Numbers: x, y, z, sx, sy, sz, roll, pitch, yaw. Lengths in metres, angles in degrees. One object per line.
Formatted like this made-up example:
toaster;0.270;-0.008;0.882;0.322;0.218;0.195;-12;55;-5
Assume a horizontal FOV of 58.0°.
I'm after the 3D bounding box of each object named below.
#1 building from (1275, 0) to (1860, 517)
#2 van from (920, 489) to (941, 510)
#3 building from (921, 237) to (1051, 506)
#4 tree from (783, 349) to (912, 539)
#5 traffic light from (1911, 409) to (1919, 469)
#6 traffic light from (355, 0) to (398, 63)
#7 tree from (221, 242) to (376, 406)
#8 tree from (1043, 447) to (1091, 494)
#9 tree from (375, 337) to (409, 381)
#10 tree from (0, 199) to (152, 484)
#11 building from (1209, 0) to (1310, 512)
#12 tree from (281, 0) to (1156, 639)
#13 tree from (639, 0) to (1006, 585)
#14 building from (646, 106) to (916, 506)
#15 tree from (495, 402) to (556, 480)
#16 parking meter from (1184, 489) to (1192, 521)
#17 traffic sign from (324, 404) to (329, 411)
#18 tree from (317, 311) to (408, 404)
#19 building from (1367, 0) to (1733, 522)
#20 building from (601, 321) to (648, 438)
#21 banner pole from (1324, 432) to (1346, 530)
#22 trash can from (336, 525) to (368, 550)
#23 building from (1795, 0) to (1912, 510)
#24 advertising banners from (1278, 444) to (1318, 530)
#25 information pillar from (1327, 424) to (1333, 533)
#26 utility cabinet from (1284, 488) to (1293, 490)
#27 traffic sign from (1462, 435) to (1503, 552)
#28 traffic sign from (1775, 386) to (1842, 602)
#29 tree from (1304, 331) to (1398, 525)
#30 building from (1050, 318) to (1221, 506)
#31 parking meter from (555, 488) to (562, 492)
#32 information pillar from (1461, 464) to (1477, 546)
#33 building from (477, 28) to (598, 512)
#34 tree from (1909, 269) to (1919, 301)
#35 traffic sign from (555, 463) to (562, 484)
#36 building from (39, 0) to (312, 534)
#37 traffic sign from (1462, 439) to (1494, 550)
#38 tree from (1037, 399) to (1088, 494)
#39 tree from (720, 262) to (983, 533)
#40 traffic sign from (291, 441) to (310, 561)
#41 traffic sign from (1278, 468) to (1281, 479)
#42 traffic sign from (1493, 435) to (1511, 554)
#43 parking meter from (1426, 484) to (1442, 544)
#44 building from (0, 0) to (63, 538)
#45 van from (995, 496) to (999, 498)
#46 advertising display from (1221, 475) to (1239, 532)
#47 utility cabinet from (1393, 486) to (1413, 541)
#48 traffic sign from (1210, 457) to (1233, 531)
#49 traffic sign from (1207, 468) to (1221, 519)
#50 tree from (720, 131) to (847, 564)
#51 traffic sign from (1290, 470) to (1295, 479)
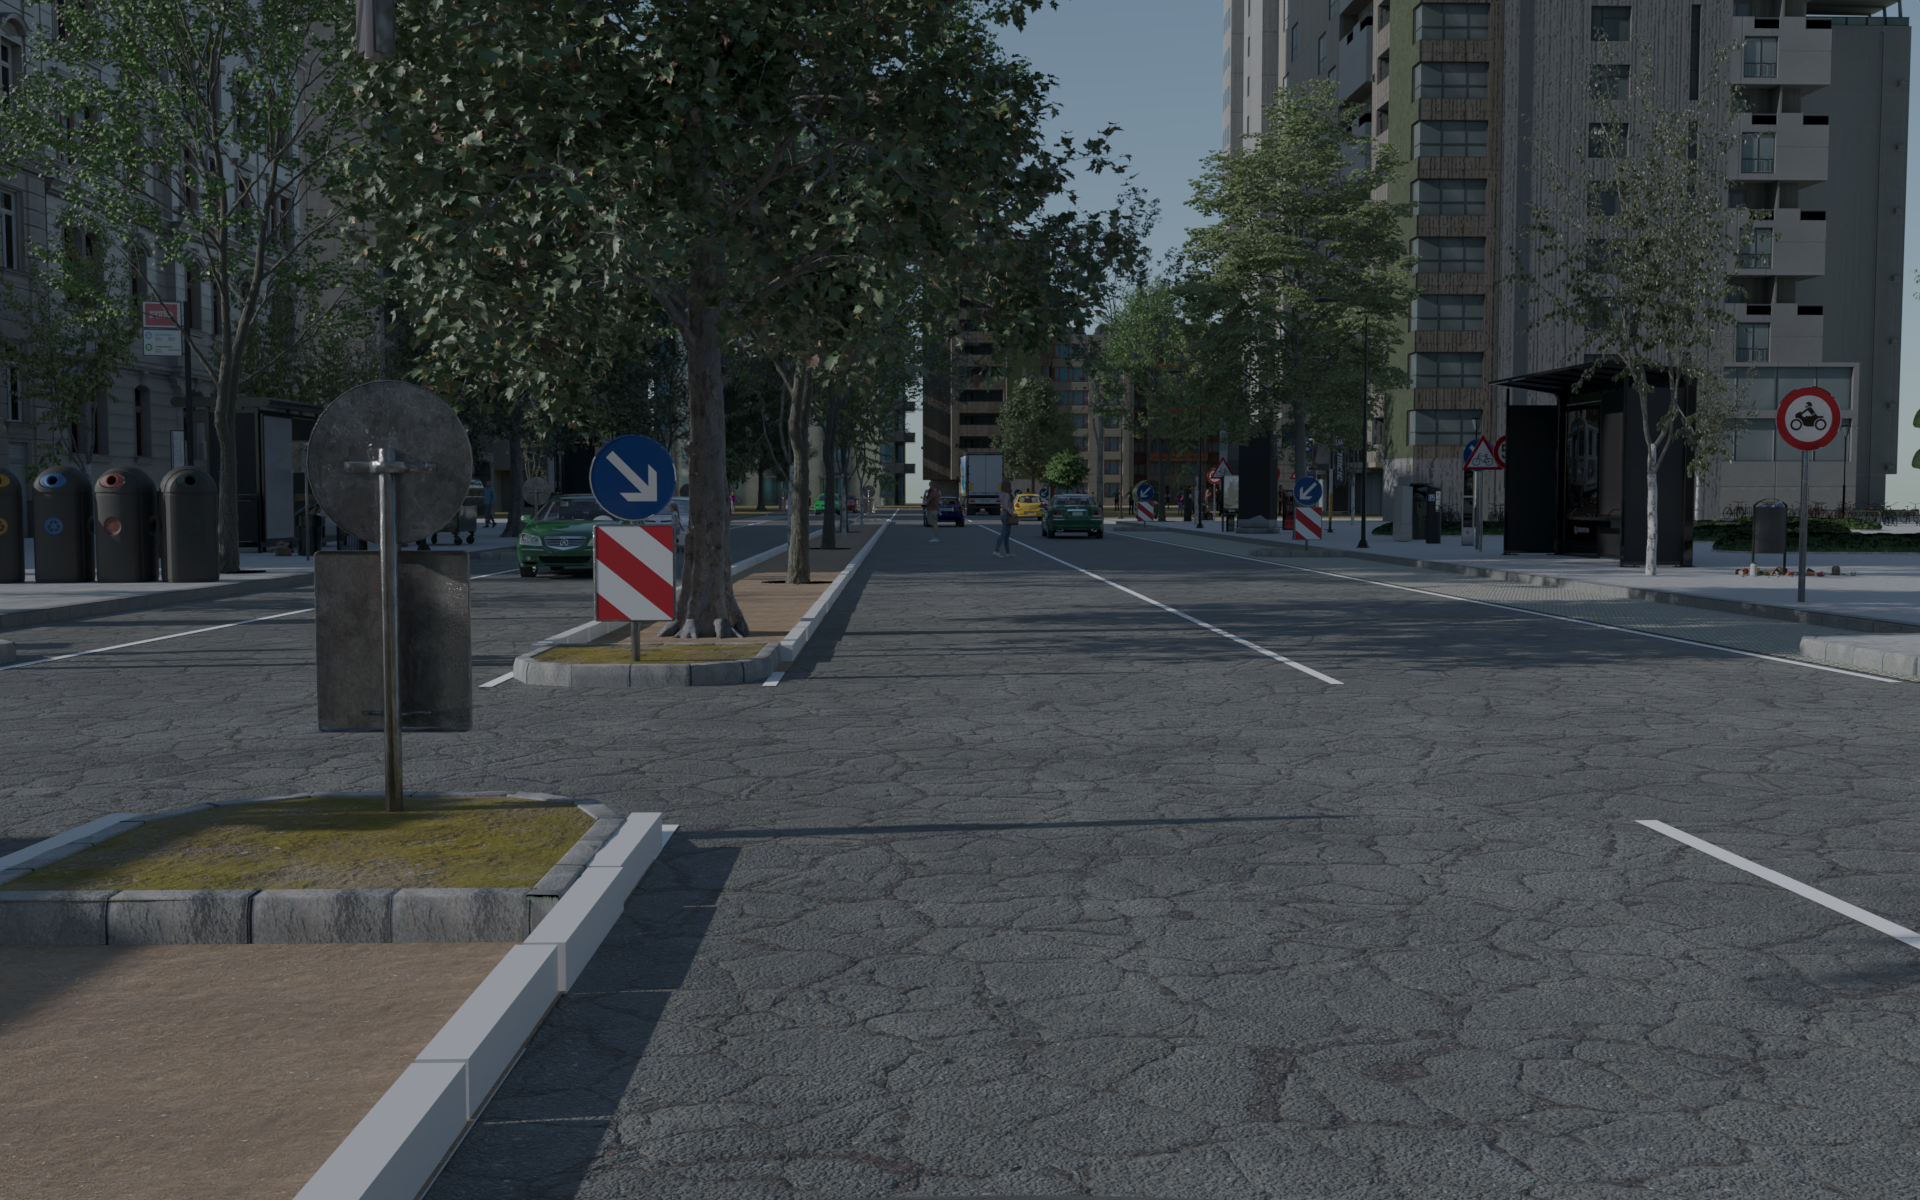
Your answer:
building;36.104;-31.805;109.245;28.713;52.752;27.495;0;4;-2
van;-2.348;-8.529;146.466;2.013;2.044;4.112;0;4;-1
building;2.724;-25.811;193.704;14.107;30.474;14.160;0;4;-2
tree;-3.595;-6.180;53.867;4.737;8.622;4.395;0;3;0
traffic light;8.402;-1.556;14.357;0.839;4.253;0.868;0;4;-2
traffic light;-6.963;-2.401;13.930;4.771;5.953;1.251;0;4;-2
tree;-20.408;-6.167;51.191;4.737;8.622;4.395;0;3;0
tree;7.523;-8.421;121.398;4.285;4.588;4.351;0;3;0
tree;-23.340;-7.036;65.406;4.737;8.622;4.395;0;3;0
tree;-21.737;-5.640;42.577;4.737;8.622;4.395;0;3;0
building;31.509;-36.414;137.371;21.231;58.520;28.212;0;4;-2
tree;-2.560;-5.982;17.273;9.611;12.733;9.660;0;3;0
tree;-2.456;-6.052;27.163;9.928;11.665;9.643;0;3;0
building;-20.351;-35.343;197.466;30.456;49.044;23.786;0;4;-2
tree;-21.371;-8.281;85.751;4.360;8.622;3.978;0;3;0
parking meter;10.705;-4.464;81.403;0.372;1.533;0.369;0;3;0
traffic sign;-13.286;-2.769;39.152;2.265;3.308;0.079;0;4;7
tree;-24.210;-7.322;70.083;4.360;8.622;3.978;0;3;0
building;26.846;-19.035;82.923;14.160;30.474;14.107;0;4;-2
building;-42.648;-31.129;192.548;14.086;41.232;14.154;0;4;-2
banner pole;13.370;-4.378;61.605;0.863;3.779;0.401;-1;4;-18
trash can;-12.552;-1.474;35.746;0.748;1.137;0.748;0;3;0
building;68.789;-28.266;145.737;14.086;41.232;14.154;0;4;-2
advertising banners;11.624;-3.980;61.257;2.074;3.025;0.090;2;4;25
information pillar;12.358;-4.058;57.703;0.183;3.616;0.504;1;4;9
utility cabinet;13.208;-3.668;68.659;0.318;1.500;1.173;3;4;36
traffic sign;11.552;-2.345;38.351;0.884;2.594;0.081;0;4;3
traffic sign;10.000;-1.248;20.508;0.768;2.556;0.104;0;4;2
tree;16.071;-7.422;71.715;4.360;8.622;3.978;0;3;0
building;24.006;-21.823;201.844;28.899;21.520;27.650;0;4;-2
parking meter;-16.176;-3.737;69.518;0.372;1.533;0.369;0;3;0
information pillar;12.593;-2.345;42.833;0.304;2.012;0.304;2;4;26
building;-40.801;-27.004;133.402;23.993;40.220;32.217;0;4;-2
tree;20.498;-5.022;32.476;4.737;8.622;4.395;0;3;0
traffic sign;-16.437;-4.332;70.929;0.768;2.556;0.104;0;4;5
building;-34.121;-16.861;63.064;14.401;28.519;23.554;0;4;-2
traffic sign;11.941;-2.435;39.914;0.768;2.556;0.104;0;4;2
tree;8.015;-11.289;134.943;4.737;8.622;4.395;0;3;0
tree;-4.250;-9.218;63.539;12.009;13.543;11.850;0;3;0
traffic sign;-12.537;-1.903;33.243;0.606;2.300;0.079;0;4;3
traffic sign;13.461;-4.575;74.906;0.768;2.556;0.104;0;4;2
traffic sign;11.631;-2.234;36.627;0.768;2.556;0.104;0;4;3
parking meter;12.256;-2.226;44.806;0.372;1.533;0.369;0;3;0
building;-32.322;-14.776;38.859;12.463;27.353;25.104;0;4;-2
van;2.064;-8.110;136.987;2.240;2.365;5.245;0;4;-3
advertising display;9.194;-3.281;58.852;0.123;1.923;0.974;3;5;44
utility cabinet;12.011;-2.340;46.943;0.318;1.500;1.173;0;4;4
traffic sign;9.193;-3.709;60.640;0.884;2.594;0.081;0;4;3
traffic sign;12.672;-5.264;86.178;0.768;2.556;0.104;0;4;3
tree;-3.446;-5.033;35.113;4.360;8.622;3.978;0;3;0
traffic sign;12.231;-3.791;61.986;0.884;2.594;0.081;0;4;4
